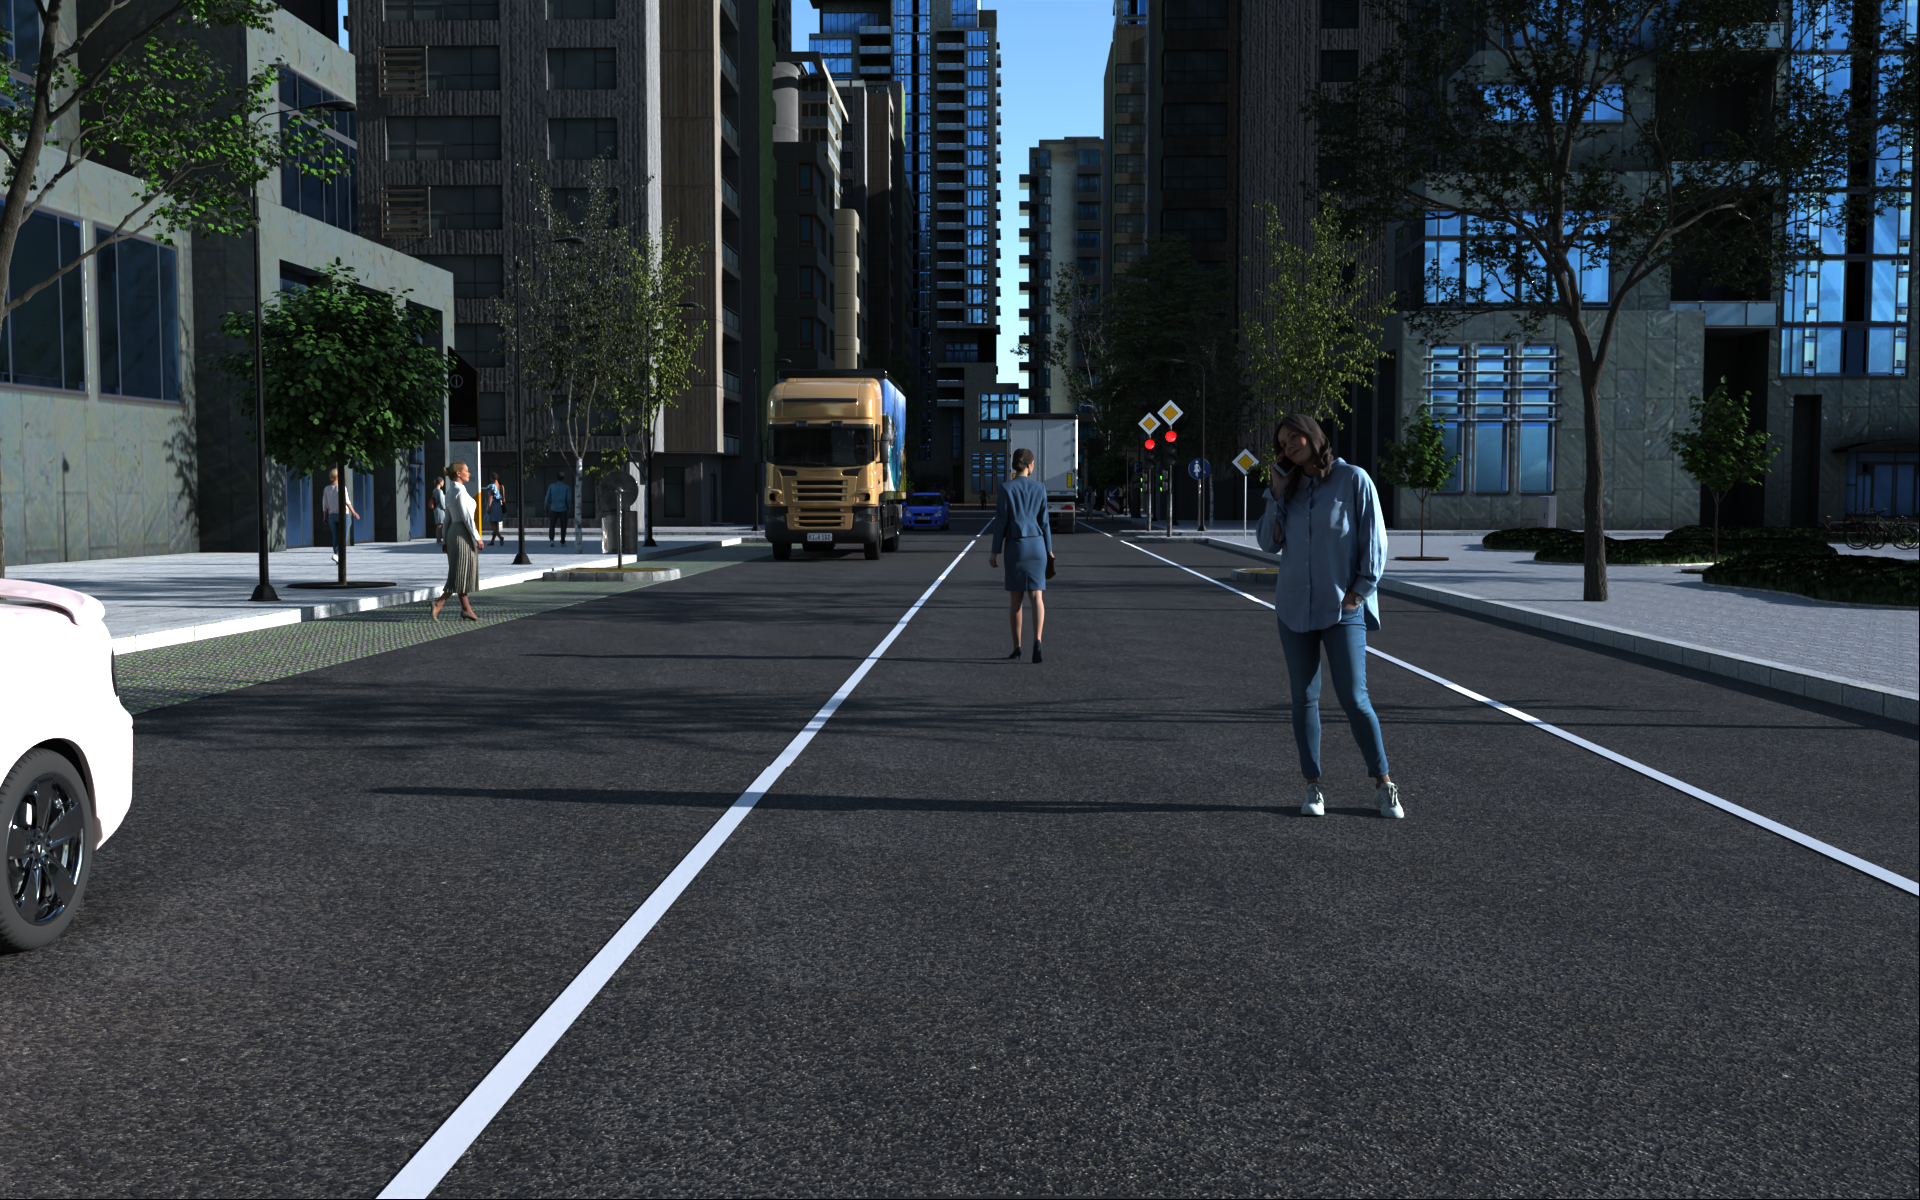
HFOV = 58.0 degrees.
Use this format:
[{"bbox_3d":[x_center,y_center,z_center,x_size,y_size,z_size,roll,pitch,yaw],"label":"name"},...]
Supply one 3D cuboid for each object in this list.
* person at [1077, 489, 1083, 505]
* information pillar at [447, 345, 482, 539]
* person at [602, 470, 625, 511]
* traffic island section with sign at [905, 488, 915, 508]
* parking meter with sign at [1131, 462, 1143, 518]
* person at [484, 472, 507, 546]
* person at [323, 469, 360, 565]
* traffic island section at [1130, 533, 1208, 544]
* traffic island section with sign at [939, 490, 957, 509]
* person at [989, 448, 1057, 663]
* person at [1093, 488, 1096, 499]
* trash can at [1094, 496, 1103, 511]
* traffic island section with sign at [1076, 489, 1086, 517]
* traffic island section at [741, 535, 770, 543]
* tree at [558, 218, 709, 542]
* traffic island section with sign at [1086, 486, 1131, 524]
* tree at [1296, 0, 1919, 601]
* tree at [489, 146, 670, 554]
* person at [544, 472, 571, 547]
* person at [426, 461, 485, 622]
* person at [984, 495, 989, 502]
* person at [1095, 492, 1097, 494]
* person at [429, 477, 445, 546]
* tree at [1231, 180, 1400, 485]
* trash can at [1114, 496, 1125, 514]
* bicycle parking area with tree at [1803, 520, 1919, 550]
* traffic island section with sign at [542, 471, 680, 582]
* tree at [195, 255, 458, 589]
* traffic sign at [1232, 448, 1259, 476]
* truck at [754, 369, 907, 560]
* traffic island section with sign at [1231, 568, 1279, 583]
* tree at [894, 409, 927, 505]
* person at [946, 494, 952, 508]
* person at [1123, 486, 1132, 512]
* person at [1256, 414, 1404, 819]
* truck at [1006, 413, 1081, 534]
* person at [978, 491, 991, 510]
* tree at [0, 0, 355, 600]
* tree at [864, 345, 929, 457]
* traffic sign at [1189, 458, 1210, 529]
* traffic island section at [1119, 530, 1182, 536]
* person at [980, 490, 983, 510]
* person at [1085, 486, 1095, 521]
[{"bbox_3d":[13.427,-11.662,196.726,1.348,1.822,0.705,2,4,31],"label":"person"},{"bbox_3d":[-7.841,-2.203,27.375,0.504,3.616,0.183,0,4,5],"label":"information pillar"},{"bbox_3d":[-7.603,-1.951,38.131,0.537,1.800,0.526,0,4,-7],"label":"person"},{"bbox_3d":[-3.148,-6.308,111.765,1.989,1.847,2.006,0,4,2],"label":"traffic island section with sign"},{"bbox_3d":[9.616,-6.016,94.626,0.543,3.016,1.738,1,4,11],"label":"parking meter with sign"},{"bbox_3d":[-11.403,-2.234,42.657,0.778,1.811,0.616,3,5,44],"label":"person"},{"bbox_3d":[-11.149,-1.492,31.115,0.731,1.740,0.598,0,4,1],"label":"person"},{"bbox_3d":[6.264,-1.797,51.665,2.009,0.180,2.903,0,4,2],"label":"traffic island section"},{"bbox_3d":[-1.559,-9.363,161.717,1.989,1.847,2.006,0,4,2],"label":"traffic island section with sign"},{"bbox_3d":[0.539,-0.385,14.814,0.581,1.822,0.654,0,4,-1],"label":"person"},{"bbox_3d":[10.905,-8.114,139.419,0.721,1.735,1.217,0,4,-5],"label":"person"},{"bbox_3d":[10.617,-7.420,132.969,0.748,1.137,0.748,0,3,0],"label":"trash can"},{"bbox_3d":[8.164,-6.293,111.520,1.989,1.847,2.006,0,4,2],"label":"traffic island section with sign"},{"bbox_3d":[-5.371,-1.820,52.038,2.009,0.180,2.903,0,4,2],"label":"traffic island section"},{"bbox_3d":[-8.519,-5.877,46.445,4.737,8.622,4.395,0,3,0],"label":"tree"},{"bbox_3d":[7.317,-4.645,84.578,1.989,1.847,2.006,0,4,2],"label":"traffic island section with sign"},{"bbox_3d":[7.813,-5.283,20.791,8.767,10.594,7.601,2,4,26],"label":"tree"},{"bbox_3d":[-8.250,-5.313,37.237,4.360,8.622,3.978,0,3,0],"label":"tree"},{"bbox_3d":[-9.819,-2.214,42.264,0.660,1.820,0.620,0,4,-5],"label":"person"},{"bbox_3d":[-5.627,-0.646,19.292,0.641,1.798,0.478,-1,4,-23],"label":"person"},{"bbox_3d":[2.543,-10.549,181.807,1.217,1.723,0.721,0,4,7],"label":"person"},{"bbox_3d":[12.226,-9.154,158.943,0.697,1.427,0.421,3,4,36],"label":"person"},{"bbox_3d":[-12.783,-2.170,42.525,0.522,1.701,0.512,-3,5,-41],"label":"person"},{"bbox_3d":[8.349,-5.579,41.580,4.737,8.622,4.395,0,3,0],"label":"tree"},{"bbox_3d":[10.013,-5.966,109.205,0.748,1.137,0.748,0,3,0],"label":"trash can"},{"bbox_3d":[24.536,-3.162,38.696,9.016,4.147,8.231,0,4,8],"label":"bicycle parking area with tree"},{"bbox_3d":[-5.775,-1.250,29.060,1.989,1.847,2.006,0,4,2],"label":"traffic island section with sign"},{"bbox_3d":[-8.661,-2.458,23.906,4.285,4.588,4.351,0,3,0],"label":"tree"},{"bbox_3d":[8.187,-3.049,49.579,0.795,2.593,0.064,0,4,7],"label":"traffic sign"},{"bbox_3d":[-2.812,-3.190,41.076,2.839,4.237,11.283,0,4,1],"label":"truck"},{"bbox_3d":[5.547,-1.229,28.723,1.989,1.847,2.006,0,4,2],"label":"traffic island section with sign"},{"bbox_3d":[-4.730,-11.083,131.571,4.360,8.622,3.978,0,3,0],"label":"tree"},{"bbox_3d":[-1.227,-10.334,180.645,0.799,1.438,0.628,-2,4,-29],"label":"person"},{"bbox_3d":[11.941,-7.163,123.127,0.822,1.834,0.622,2,4,24],"label":"person"},{"bbox_3d":[1.669,0.061,7.770,0.793,1.790,0.793,0,4,5],"label":"person"},{"bbox_3d":[3.204,-4.694,65.664,2.839,4.237,11.283,0,4,4],"label":"truck"},{"bbox_3d":[2.192,-8.945,155.477,1.217,1.735,0.721,0,4,1],"label":"person"},{"bbox_3d":[-9.003,-5.510,15.846,9.928,11.665,9.643,0,3,0],"label":"tree"},{"bbox_3d":[-5.706,-11.928,120.770,9.928,11.665,9.643,0,3,0],"label":"tree"},{"bbox_3d":[8.443,-3.731,61.113,0.768,2.556,0.104,0,4,6],"label":"traffic sign"},{"bbox_3d":[6.517,-2.285,59.647,2.009,0.180,2.903,0,4,2],"label":"traffic island section"},{"bbox_3d":[2.019,-9.265,159.991,0.705,1.823,1.348,0,4,-6],"label":"person"},{"bbox_3d":[6.651,-4.912,88.695,0.514,1.842,0.818,0,4,-3],"label":"person"}]
